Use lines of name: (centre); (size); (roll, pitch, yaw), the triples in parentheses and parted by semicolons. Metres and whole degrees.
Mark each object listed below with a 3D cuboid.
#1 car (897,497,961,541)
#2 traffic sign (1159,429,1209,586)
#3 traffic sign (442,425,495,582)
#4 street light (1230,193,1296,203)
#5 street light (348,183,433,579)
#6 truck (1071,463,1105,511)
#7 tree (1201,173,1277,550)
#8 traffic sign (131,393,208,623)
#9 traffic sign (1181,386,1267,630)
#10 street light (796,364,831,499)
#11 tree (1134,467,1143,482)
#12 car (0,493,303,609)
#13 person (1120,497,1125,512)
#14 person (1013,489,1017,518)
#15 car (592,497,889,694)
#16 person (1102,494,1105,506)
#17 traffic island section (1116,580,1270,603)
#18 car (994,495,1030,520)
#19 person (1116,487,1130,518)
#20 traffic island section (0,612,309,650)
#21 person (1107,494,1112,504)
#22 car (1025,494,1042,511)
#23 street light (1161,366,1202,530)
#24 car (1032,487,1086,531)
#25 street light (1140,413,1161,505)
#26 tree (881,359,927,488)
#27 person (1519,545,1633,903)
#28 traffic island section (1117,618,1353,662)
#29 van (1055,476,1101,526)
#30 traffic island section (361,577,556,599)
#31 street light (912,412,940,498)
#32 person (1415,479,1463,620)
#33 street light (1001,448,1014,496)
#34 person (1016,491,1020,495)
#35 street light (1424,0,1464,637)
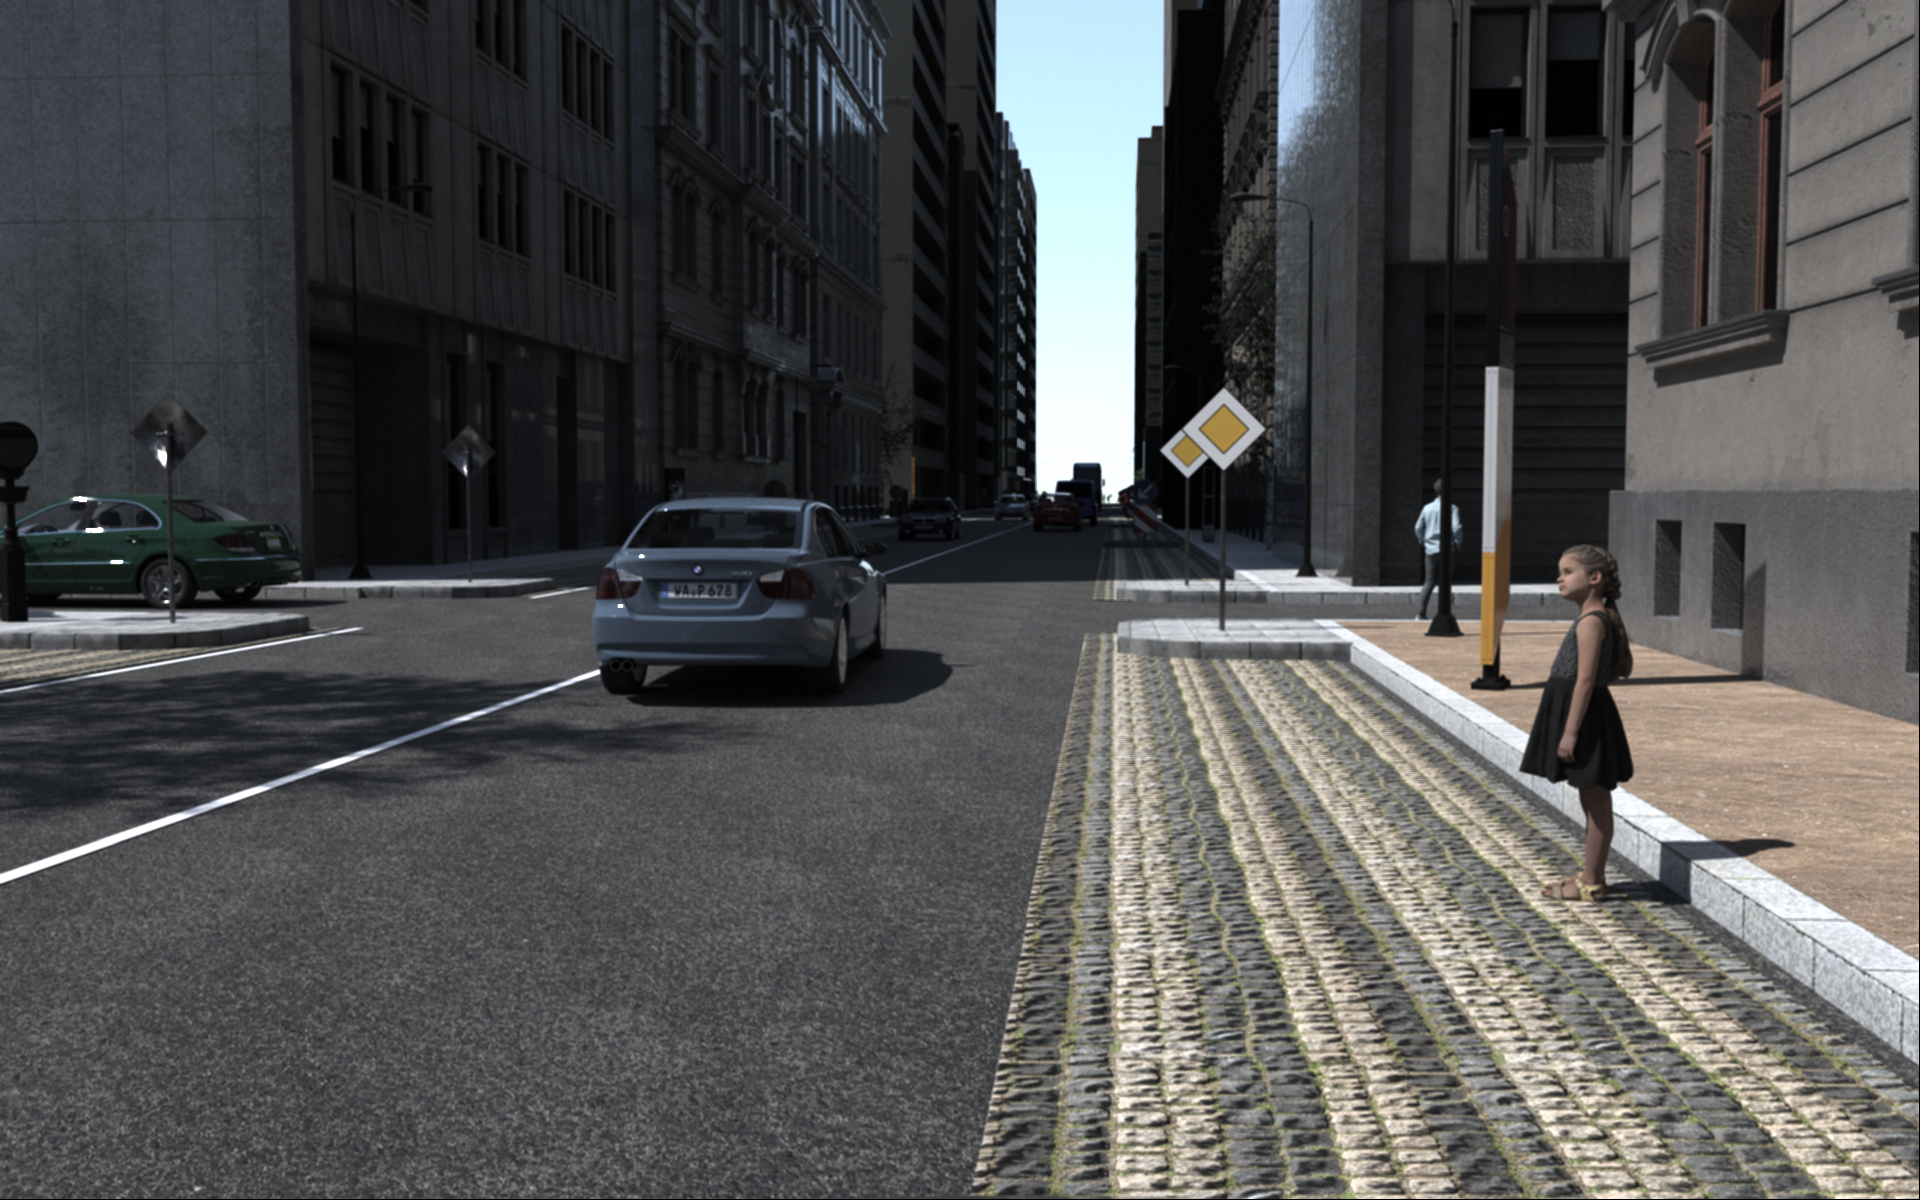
car: (-0.943, -2.568, 54.570); (1.945, 1.354, 3.894); (0, 4, 5)
traffic sign: (3.175, -1.257, 24.202); (0.795, 2.450, 0.064); (0, 4, 5)
traffic sign: (-7.126, -1.315, 25.138); (0.795, 2.450, 0.064); (0, 4, 5)
street light: (4.859, -3.320, 26.830); (1.470, 5.913, 1.316); (0, 4, 5)
street light: (-8.563, -3.273, 26.060); (1.470, 5.913, 1.316); (0, 4, 5)
truck: (10.319, -9.374, 143.027); (2.967, 4.110, 18.799); (0, 4, 6)
tree: (7.303, -5.459, 39.610); (4.360, 8.622, 3.978); (0, 3, 0)
traffic sign: (-7.836, -0.828, 17.184); (0.795, 2.450, 0.064); (0, 4, 5)
traffic sign: (2.466, -0.771, 16.248); (0.795, 2.450, 0.064); (0, 4, 5)
street light: (-5.293, -5.468, 61.935); (1.470, 5.913, 1.316); (0, 4, 5)
tree: (19.874, -12.116, 181.811); (4.285, 4.588, 4.351); (0, 3, 0)
car: (-11.121, -0.657, 22.542); (4.920, 1.459, 2.131); (0, 4, 7)
person: (12.524, -7.579, 132.373); (0.705, 1.831, 1.348); (0, 4, -8)
person: (3.301, -5.658, 101.716); (0.721, 1.736, 1.217); (0, 4, 1)
car: (-1.620, -0.106, 13.737); (2.014, 1.417, 4.499); (0, 4, 3)
person: (17.933, -12.536, 216.681); (0.599, 1.433, 0.991); (-1, 4, -18)
traffic island section: (3.200, -0.122, 24.277); (2.009, 0.180, 2.903); (0, 4, 5)
car: (2.891, -5.106, 95.481); (2.014, 1.417, 4.499); (0, 4, 5)
person: (10.046, -5.841, 103.936); (1.348, 1.831, 0.705); (0, 4, -4)
traffic island section: (-7.860, 0.308, 17.248); (2.009, 0.180, 2.903); (0, 4, 5)
person: (21.850, -14.742, 252.720); (0.799, 1.438, 0.628); (-1, 4, -11)
car: (5.734, -7.525, 132.815); (2.009, 1.686, 4.222); (0, 4, 4)
street light: (8.117, -5.512, 62.666); (1.470, 5.913, 1.316); (0, 4, 5)
car: (3.857, -3.609, 68.053); (2.155, 1.783, 4.494); (0, 4, 6)
street light: (11.651, -7.985, 103.103); (1.470, 5.913, 1.316); (0, 4, 5)
tree: (-4.108, -8.714, 92.842); (4.360, 8.622, 3.978); (0, 3, 0)
person: (2.171, 0.433, 6.090); (0.373, 1.253, 0.362); (2, 4, 25)
traffic island section: (2.490, 0.364, 16.324); (2.009, 0.180, 2.903); (0, 4, 5)
van: (5.392, -4.639, 80.239); (2.240, 2.365, 5.245); (0, 4, 6)
traffic island section: (-7.150, -0.179, 25.202); (2.009, 0.180, 2.903); (0, 4, 5)
street light: (-1.863, -7.878, 101.348); (1.470, 5.913, 1.316); (0, 4, 5)
person: (5.270, -0.530, 18.972); (0.330, 1.601, 0.589); (-2, 4, -34)
street light: (4.683, -12.333, 174.188); (1.470, 5.913, 1.316); (0, 4, 5)
person: (5.195, -8.861, 154.063); (1.217, 1.739, 0.721); (-2, 4, -29)
street light: (3.852, -2.633, 15.585); (1.470, 5.913, 1.316); (0, 4, 5)
